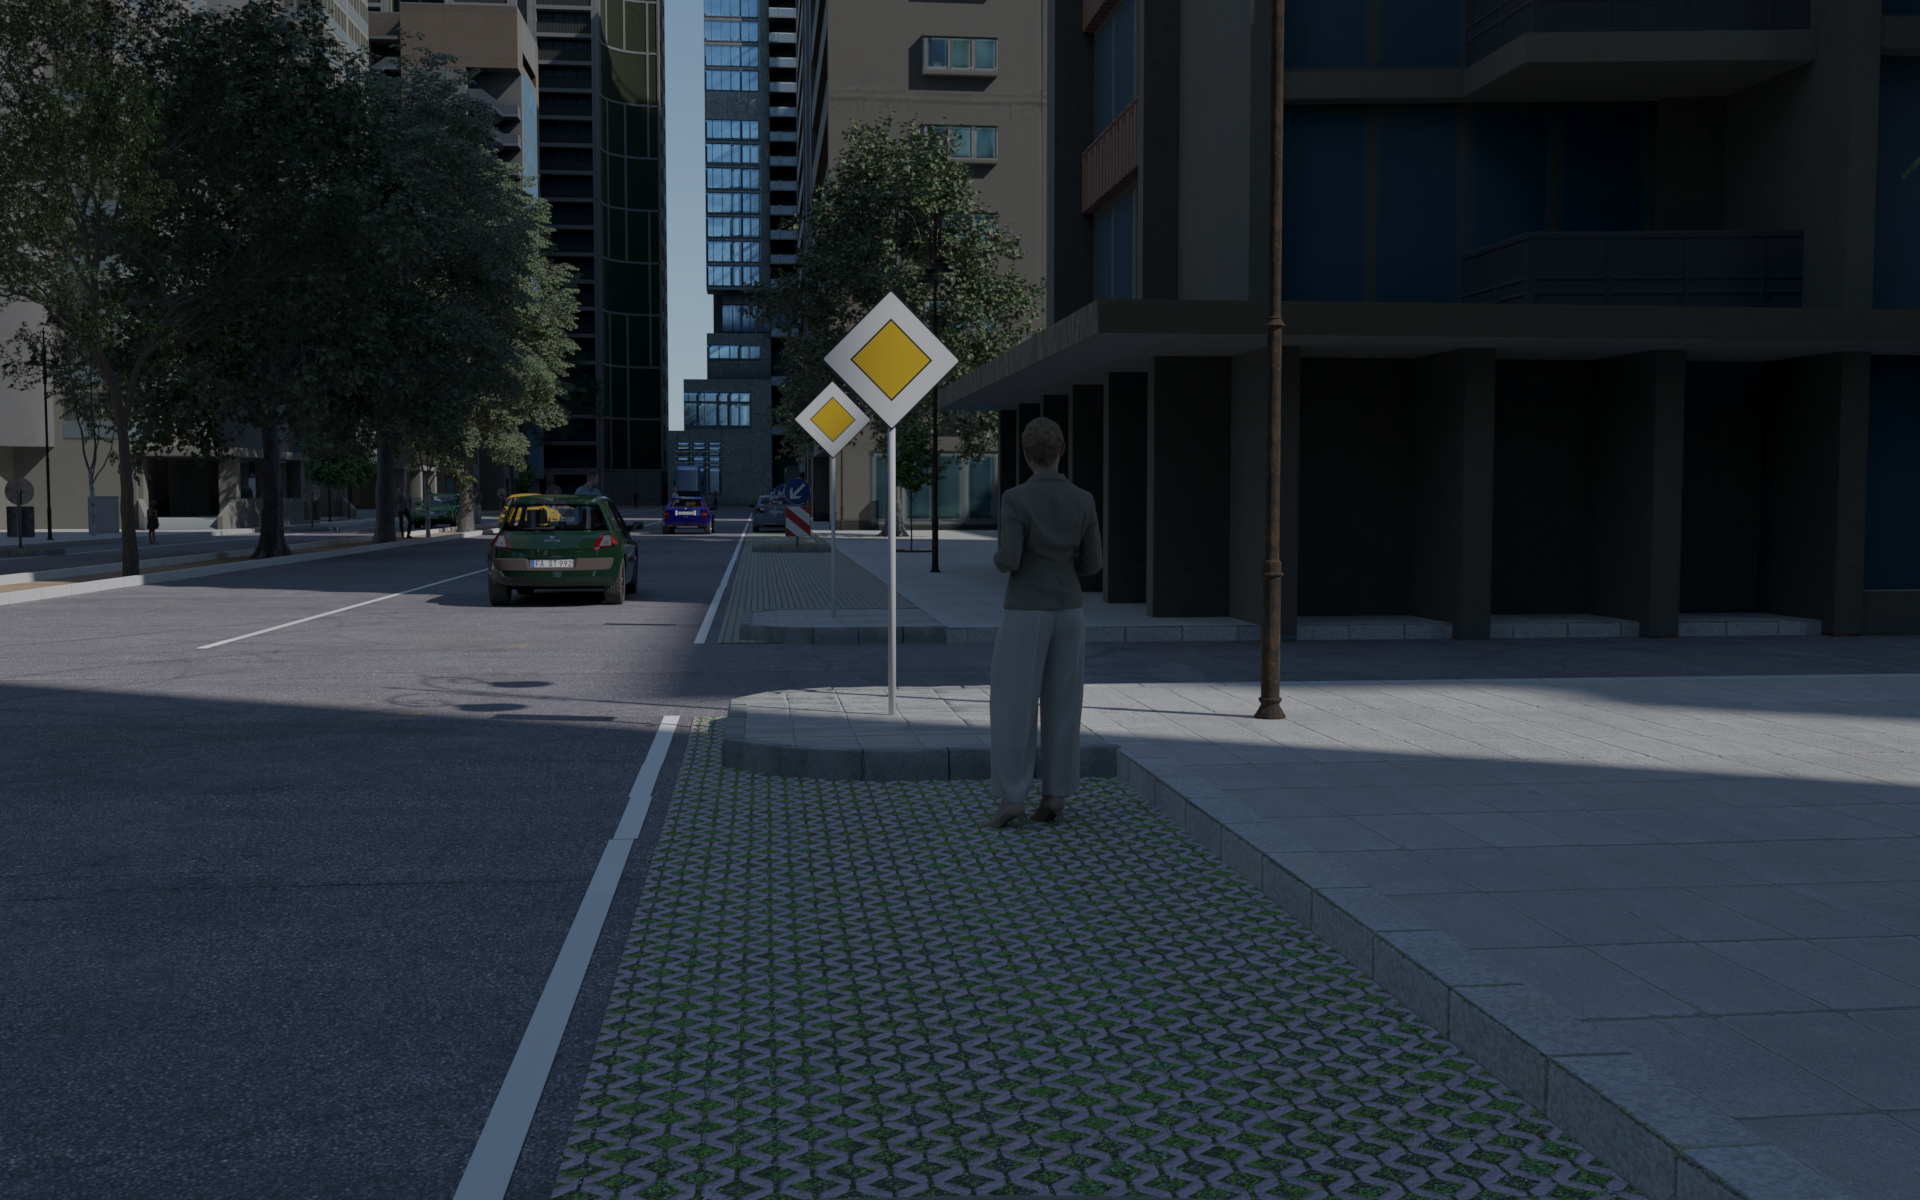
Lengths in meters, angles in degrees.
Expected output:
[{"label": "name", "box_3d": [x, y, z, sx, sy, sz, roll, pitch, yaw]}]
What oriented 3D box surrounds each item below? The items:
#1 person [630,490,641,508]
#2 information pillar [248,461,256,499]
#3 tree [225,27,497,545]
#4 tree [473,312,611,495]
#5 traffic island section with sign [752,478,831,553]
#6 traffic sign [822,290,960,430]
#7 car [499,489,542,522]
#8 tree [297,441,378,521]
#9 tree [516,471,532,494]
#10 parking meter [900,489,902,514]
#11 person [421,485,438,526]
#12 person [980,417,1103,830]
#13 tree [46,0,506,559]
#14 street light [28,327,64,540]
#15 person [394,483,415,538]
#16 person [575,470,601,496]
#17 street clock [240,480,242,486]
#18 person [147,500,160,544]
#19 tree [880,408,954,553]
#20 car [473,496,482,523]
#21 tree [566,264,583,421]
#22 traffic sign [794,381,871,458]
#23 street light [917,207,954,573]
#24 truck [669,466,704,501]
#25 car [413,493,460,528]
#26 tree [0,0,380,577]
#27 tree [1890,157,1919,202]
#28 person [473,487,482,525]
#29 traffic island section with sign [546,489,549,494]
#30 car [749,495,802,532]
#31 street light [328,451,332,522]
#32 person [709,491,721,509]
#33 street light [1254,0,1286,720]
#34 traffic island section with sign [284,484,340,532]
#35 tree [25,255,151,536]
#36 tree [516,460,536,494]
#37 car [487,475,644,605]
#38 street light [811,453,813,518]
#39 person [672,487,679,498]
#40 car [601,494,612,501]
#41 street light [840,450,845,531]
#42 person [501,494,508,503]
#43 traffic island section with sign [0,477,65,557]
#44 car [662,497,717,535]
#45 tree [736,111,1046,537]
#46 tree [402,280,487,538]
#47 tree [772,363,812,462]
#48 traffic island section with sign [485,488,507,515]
[{"label": "person", "box_3d": [-32.320, -10.039, 172.667, 1.348, 1.821, 0.705, -2, 4, -35]}, {"label": "information pillar", "box_3d": [-36.503, -5.990, 89.286, 0.183, 3.616, 0.504, 1, 4, 13]}, {"label": "tree", "box_3d": [-16.210, -8.519, 48.393, 9.857, 13.997, 8.962, 0, 3, 0]}, {"label": "tree", "box_3d": [-19.303, -8.452, 75.067, 8.767, 10.594, 7.601, 0, 4, -7]}, {"label": "traffic island section with sign", "box_3d": [-4.155, -2.101, 42.981, 1.989, 1.847, 2.006, 0, 4, -7]}, {"label": "traffic sign", "box_3d": [-0.373, -0.475, 9.958, 0.795, 2.593, 0.064, 0, 4, -7]}, {"label": "car", "box_3d": [-15.312, -3.157, 61.844, 2.015, 1.641, 3.980, 0, 4, -5]}, {"label": "tree", "box_3d": [-31.308, -6.402, 88.383, 4.285, 4.588, 4.351, 0, 3, 0]}, {"label": "tree", "box_3d": [-36.553, -9.184, 144.758, 1.663, 3.219, 1.824, 0, 3, 0]}, {"label": "parking meter", "box_3d": [-2.236, -3.346, 60.418, 0.399, 1.863, 0.255, 0, 4, -3]}, {"label": "person", "box_3d": [-23.523, -4.167, 76.736, 0.767, 1.812, 0.694, 2, 4, 28]}, {"label": "person", "box_3d": [0.341, 0.096, 7.479, 0.519, 1.759, 0.362, -2, 4, -25]}, {"label": "tree", "box_3d": [-15.288, -7.265, 38.253, 9.611, 12.733, 9.660, 0, 3, 0]}, {"label": "street light", "box_3d": [-25.384, -4.608, 48.135, 0.468, 5.910, 1.993, 0, 4, -7]}, {"label": "person", "box_3d": [-17.890, -2.880, 55.771, 0.592, 1.802, 0.473, -1, 4, -23]}, {"label": "person", "box_3d": [-6.398, -1.318, 29.908, 0.638, 1.841, 0.748, -2, 4, -30]}, {"label": "street clock", "box_3d": [-34.124, -4.718, 81.717, 0.471, 2.002, 0.358, 2, 4, 29]}, {"label": "person", "box_3d": [-23.192, -2.238, 49.766, 0.362, 1.253, 0.373, 1, 4, 20]}, {"label": "tree", "box_3d": [-0.947, -2.681, 38.442, 1.663, 3.219, 1.824, 0, 3, 0]}, {"label": "car", "box_3d": [-24.341, -4.504, 83.856, 2.015, 1.641, 3.980, 0, 4, -5]}, {"label": "tree", "box_3d": [-18.380, -9.475, 64.022, 9.857, 13.997, 8.962, 0, 3, 0]}, {"label": "traffic sign", "box_3d": [-1.290, -0.960, 17.890, 0.795, 2.593, 0.064, 0, 4, -7]}, {"label": "street light", "box_3d": [-0.406, -3.389, 28.206, 0.468, 5.910, 1.993, 0, 4, -7]}, {"label": "truck", "box_3d": [-25.213, -10.374, 159.366, 2.967, 4.110, 18.799, 0, 4, -7]}, {"label": "car", "box_3d": [-22.044, -3.965, 73.627, 1.959, 1.807, 4.718, 0, 4, -7]}, {"label": "tree", "box_3d": [-13.880, -5.635, 29.000, 8.767, 10.594, 7.601, 0, 4, -7]}, {"label": "tree", "box_3d": [3.559, -0.598, 4.372, 1.663, 3.219, 1.824, 0, 3, 0]}, {"label": "person", "box_3d": [-22.480, -4.374, 80.561, 0.362, 1.759, 0.519, -3, 5, -41]}, {"label": "traffic island section with sign", "box_3d": [-34.046, -8.266, 143.773, 1.989, 1.847, 2.006, 0, 4, -7]}, {"label": "car", "box_3d": [-7.000, -3.287, 65.749, 2.014, 1.417, 4.499, 0, 4, -6]}, {"label": "street light", "box_3d": [-29.002, -6.530, 79.555, 0.468, 5.910, 1.993, 0, 4, -7]}, {"label": "person", "box_3d": [-21.788, -8.863, 154.137, 1.217, 1.735, 0.721, 1, 4, 20]}, {"label": "street light", "box_3d": [1.777, -2.261, 9.751, 0.468, 5.910, 1.993, 0, 4, -7]}, {"label": "traffic island section with sign", "box_3d": [-25.191, -3.578, 67.126, 1.989, 1.847, 2.006, 0, 4, -7]}, {"label": "tree", "box_3d": [-26.552, -6.278, 53.001, 4.360, 8.622, 3.978, 0, 3, 0]}, {"label": "tree", "box_3d": [-37.908, -10.075, 148.445, 4.285, 4.588, 4.351, 0, 3, 0]}, {"label": "car", "box_3d": [-5.376, -0.854, 23.744, 2.009, 1.686, 4.222, 0, 4, -7]}, {"label": "street light", "box_3d": [-7.916, -7.314, 92.374, 0.468, 5.910, 1.993, 0, 4, -7]}, {"label": "person", "box_3d": [-14.598, -4.873, 88.534, 0.624, 1.780, 0.694, -2, 4, -29]}, {"label": "car", "box_3d": [-31.916, -8.690, 154.077, 2.014, 1.417, 4.499, 0, 4, -7]}, {"label": "street light", "box_3d": [-4.129, -5.363, 60.471, 0.468, 5.910, 1.993, 0, 4, -7]}, {"label": "person", "box_3d": [-25.615, -5.280, 98.063, 0.697, 1.427, 0.421, -1, 4, -10]}, {"label": "traffic island section with sign", "box_3d": [-22.103, -1.940, 40.347, 1.989, 1.847, 2.006, 0, 4, -7]}, {"label": "car", "box_3d": [-9.798, -3.059, 62.602, 1.945, 1.354, 3.894, 0, 4, -5]}, {"label": "tree", "box_3d": [-1.944, -8.254, 51.963, 9.611, 12.733, 9.660, 0, 3, 0]}, {"label": "tree", "box_3d": [-17.236, -6.303, 55.870, 4.737, 8.622, 4.395, 0, 3, 0]}, {"label": "tree", "box_3d": [-7.083, -8.315, 86.317, 4.737, 8.622, 4.395, 0, 3, 0]}, {"label": "traffic island section with sign", "box_3d": [-30.962, -6.628, 116.995, 1.989, 1.847, 2.006, 0, 4, -7]}]
